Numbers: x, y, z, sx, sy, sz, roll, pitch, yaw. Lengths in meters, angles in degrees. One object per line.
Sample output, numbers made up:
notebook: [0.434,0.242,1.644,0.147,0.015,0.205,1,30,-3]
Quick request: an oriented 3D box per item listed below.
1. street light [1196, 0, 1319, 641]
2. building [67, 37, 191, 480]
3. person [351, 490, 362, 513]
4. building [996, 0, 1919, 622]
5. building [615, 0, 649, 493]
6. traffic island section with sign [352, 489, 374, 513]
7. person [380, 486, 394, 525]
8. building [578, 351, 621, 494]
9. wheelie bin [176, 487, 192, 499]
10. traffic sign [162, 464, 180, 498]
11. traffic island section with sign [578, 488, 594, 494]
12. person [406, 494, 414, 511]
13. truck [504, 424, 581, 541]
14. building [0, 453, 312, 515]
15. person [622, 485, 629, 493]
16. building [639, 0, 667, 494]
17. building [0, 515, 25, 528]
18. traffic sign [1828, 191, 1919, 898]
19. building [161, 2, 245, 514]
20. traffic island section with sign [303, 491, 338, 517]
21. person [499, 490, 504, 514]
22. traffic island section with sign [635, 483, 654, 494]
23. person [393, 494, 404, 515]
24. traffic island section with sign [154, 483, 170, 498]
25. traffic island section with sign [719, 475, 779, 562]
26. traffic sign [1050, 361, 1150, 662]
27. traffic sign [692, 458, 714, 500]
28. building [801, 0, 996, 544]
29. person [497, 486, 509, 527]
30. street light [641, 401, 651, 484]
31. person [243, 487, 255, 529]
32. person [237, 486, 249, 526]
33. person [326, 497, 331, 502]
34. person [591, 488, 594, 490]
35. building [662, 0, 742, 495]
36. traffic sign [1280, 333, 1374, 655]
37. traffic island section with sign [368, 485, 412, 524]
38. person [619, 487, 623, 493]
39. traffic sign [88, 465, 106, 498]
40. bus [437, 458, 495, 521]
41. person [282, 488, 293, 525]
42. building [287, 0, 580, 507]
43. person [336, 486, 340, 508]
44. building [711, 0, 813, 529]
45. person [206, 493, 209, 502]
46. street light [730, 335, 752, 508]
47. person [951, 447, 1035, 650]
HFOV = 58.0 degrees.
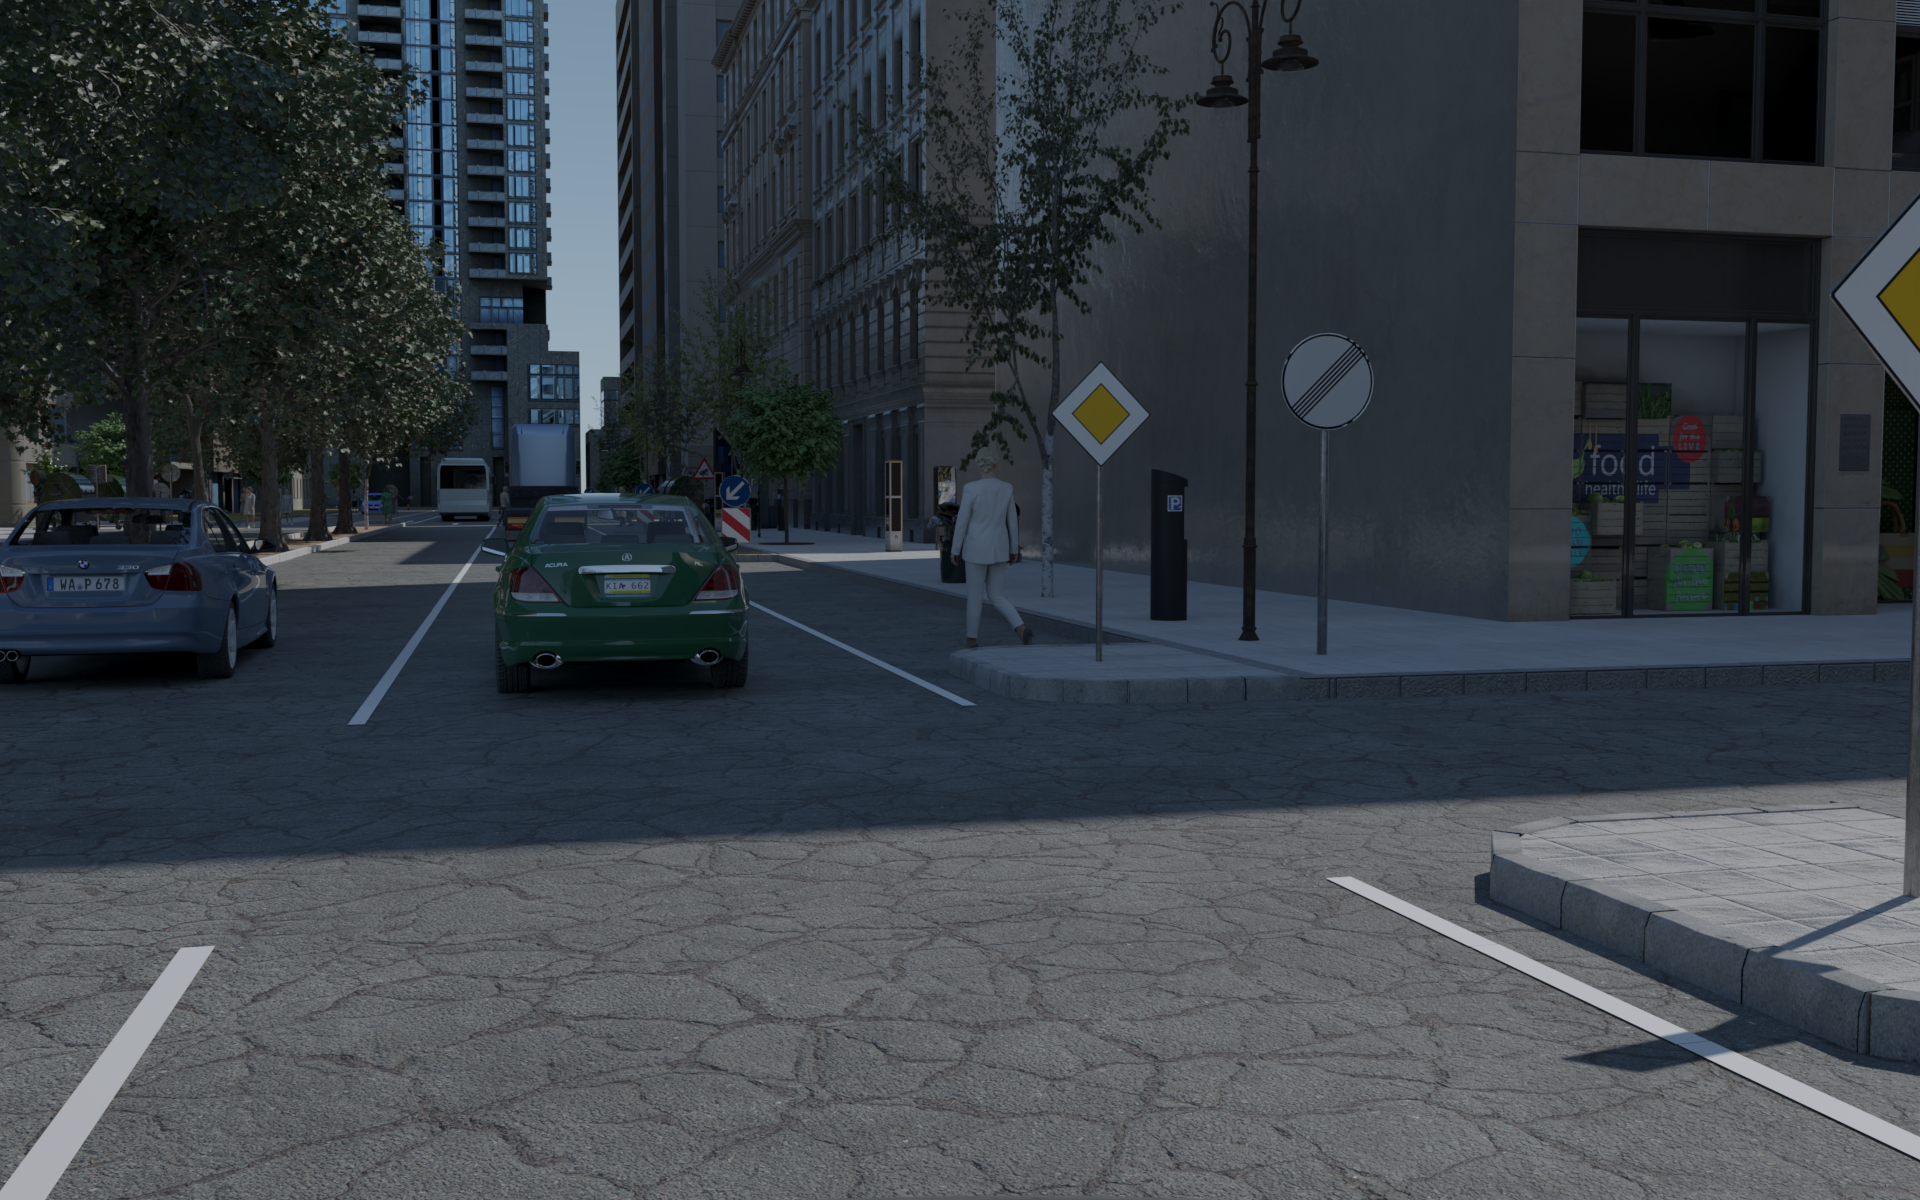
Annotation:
street light: [2.536,-2.583,15.024,0.468,5.910,1.993,-1,4,-14]
building: [-56.686,-30.593,89.428,28.713,52.752,27.495,-1,4,-14]
person: [-45.368,-7.377,129.896,1.217,1.735,0.721,1,4,9]
building: [19.580,-13.790,29.981,34.151,26.468,19.350,-1,4,-14]
building: [-18.047,-32.150,149.350,21.300,48.544,21.600,-1,4,-14]
traffic island section with sign: [-46.473,-7.670,134.026,1.989,1.847,2.006,-1,4,-14]
person: [-26.678,-4.397,80.636,0.600,1.795,0.529,-2,4,-28]
building: [-24.276,-53.263,183.522,31.000,86.520,22.319,-1,4,-14]
wheelie bin: [-34.733,-4.260,77.564,0.693,1.594,0.980,-2,4,-26]
traffic sign: [-33.232,-4.455,72.951,0.768,2.556,0.104,-1,4,-8]
traffic island section with sign: [-24.132,-6.328,112.083,1.989,1.847,2.006,-1,4,-14]
person: [-47.729,-8.476,150.308,0.697,1.427,0.421,-2,4,-33]
truck: [-14.704,-4.369,61.199,2.967,4.110,18.799,-1,4,-14]
building: [-67.414,-17.722,134.793,28.899,21.520,27.650,-1,4,-14]
person: [-14.687,-4.110,75.802,0.767,1.812,0.694,1,4,21]
building: [-16.542,-29.384,130.541,14.600,45.320,14.200,-1,4,-14]
building: [-47.970,-12.950,56.769,27.650,21.520,28.899,-1,4,-14]
traffic sign: [3.035,-0.111,5.464,0.795,2.450,0.064,-1,4,-14]
building: [-54.807,-28.226,111.613,14.600,45.320,14.200,-1,4,-14]
traffic island section with sign: [-39.804,-6.072,107.905,1.989,1.847,2.006,-1,4,-14]
person: [-32.525,-6.950,123.048,0.530,1.710,0.541,-1,4,-12]
traffic island section with sign: [-11.674,-3.343,63.280,1.989,1.847,2.006,-1,4,-14]
person: [-39.200,-6.789,120.223,1.217,1.743,0.721,-1,4,-13]
traffic island section with sign: [-27.405,-3.096,59.254,1.989,1.847,2.006,-1,4,-14]
traffic island section with sign: [-5.017,-1.745,37.157,1.989,1.847,2.006,-1,4,-14]
traffic sign: [1.061,-0.585,13.202,0.795,2.450,0.064,-1,4,-14]
traffic sign: [-9.117,-3.780,61.811,0.884,2.594,0.081,-1,4,-12]
building: [1.389,-12.519,53.837,9.793,20.994,18.267,-1,4,-14]
person: [-19.711,-4.043,75.087,0.782,1.767,0.515,3,5,42]
street light: [-15.552,-6.932,86.127,0.468,5.910,1.993,-1,4,-14]
person: [-29.405,-3.819,71.699,0.466,1.731,0.760,-1,4,-17]
person: [-31.878,-4.177,77.134,0.599,1.781,0.374,0,4,-2]
person: [-40.618,-6.209,110.022,1.348,1.824,0.705,-3,5,-42]
person: [-24.775,-6.606,116.516,0.705,1.824,1.348,0,4,-8]
building: [-8.334,-34.761,110.347,21.231,58.520,28.212,-1,4,-14]
traffic sign: [2.895,-0.836,13.777,0.768,2.556,0.104,-1,4,-9]
traffic island section with sign: [-27.400,-4.593,83.233,2.006,1.907,1.989,-1,4,-14]
person: [-15.849,-4.413,81.130,0.782,1.767,0.515,2,4,30]
traffic sign: [-30.219,-3.581,60.673,0.606,2.300,0.079,0,4,-7]
bus: [-27.056,-6.124,94.984,2.948,3.499,13.247,-1,4,-14]
person: [-30.929,-4.291,79.663,0.512,1.701,0.522,-1,4,-9]
building: [-55.254,-52.813,176.167,31.000,86.520,22.319,-1,4,-14]
person: [-27.516,-4.203,77.198,0.573,1.828,0.580,1,4,14]
building: [-3.203,-17.005,75.298,12.463,27.353,25.104,-1,4,-14]
person: [-30.888,-3.792,70.594,0.850,1.850,0.679,-1,4,-20]
street light: [-6.383,-4.760,50.607,0.468,5.910,1.993,-1,4,-14]
person: [0.279,-0.409,15.071,0.818,1.842,0.514,3,5,41]
